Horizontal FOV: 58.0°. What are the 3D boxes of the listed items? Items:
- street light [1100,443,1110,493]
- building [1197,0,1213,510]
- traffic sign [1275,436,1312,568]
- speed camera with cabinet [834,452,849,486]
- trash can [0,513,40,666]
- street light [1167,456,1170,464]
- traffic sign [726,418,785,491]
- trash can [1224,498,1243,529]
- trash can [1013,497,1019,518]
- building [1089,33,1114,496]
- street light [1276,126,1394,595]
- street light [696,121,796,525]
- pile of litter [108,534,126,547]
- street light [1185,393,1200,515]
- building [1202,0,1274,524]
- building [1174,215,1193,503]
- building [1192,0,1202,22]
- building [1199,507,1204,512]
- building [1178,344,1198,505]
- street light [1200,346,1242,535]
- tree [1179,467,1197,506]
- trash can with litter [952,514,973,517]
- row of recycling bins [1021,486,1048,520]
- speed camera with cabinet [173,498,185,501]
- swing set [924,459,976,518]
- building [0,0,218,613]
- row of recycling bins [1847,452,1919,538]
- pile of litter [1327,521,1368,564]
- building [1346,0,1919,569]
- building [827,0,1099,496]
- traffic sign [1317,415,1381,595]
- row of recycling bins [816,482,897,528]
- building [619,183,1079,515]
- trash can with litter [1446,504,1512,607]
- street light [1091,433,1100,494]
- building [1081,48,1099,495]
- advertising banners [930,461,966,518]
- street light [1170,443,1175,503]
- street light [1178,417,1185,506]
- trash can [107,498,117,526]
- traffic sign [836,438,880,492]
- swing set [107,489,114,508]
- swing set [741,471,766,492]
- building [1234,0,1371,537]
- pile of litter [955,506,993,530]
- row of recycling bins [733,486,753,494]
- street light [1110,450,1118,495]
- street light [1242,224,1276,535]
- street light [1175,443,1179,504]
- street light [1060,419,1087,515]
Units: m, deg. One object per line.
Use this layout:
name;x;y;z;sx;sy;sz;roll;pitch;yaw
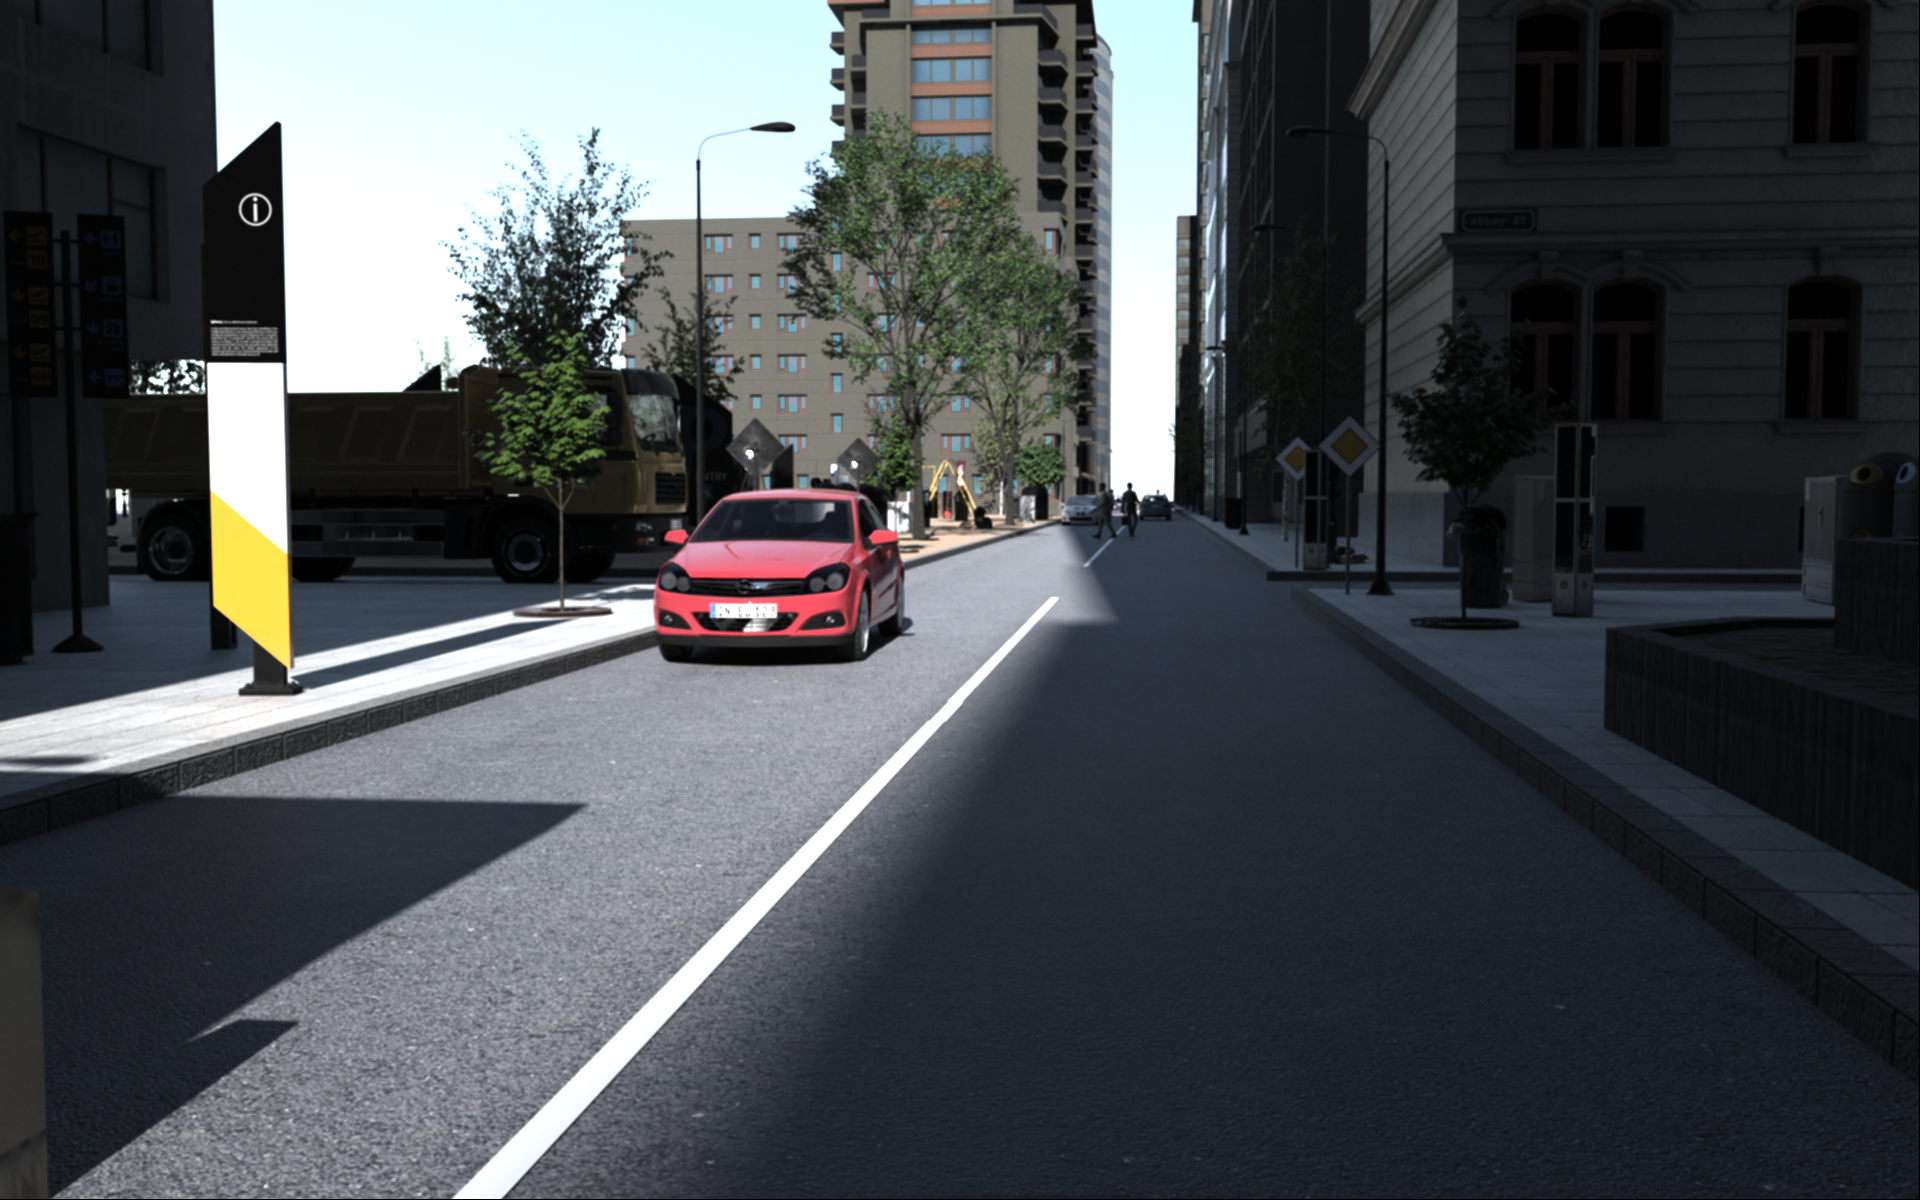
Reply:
street light;12.506;-11.237;156.273;1.470;5.913;1.316;0;4;6
building;26.991;-28.202;144.695;14.154;41.232;14.086;0;4;6
traffic sign;5.833;-1.610;29.968;0.795;2.450;0.064;0;4;6
speed camera with cabinet;-5.373;-5.319;81.298;0.660;3.252;2.038;-1;4;-19
trash can;-7.336;-0.085;13.046;0.748;1.137;0.748;0;3;0
street light;22.600;-12.732;180.710;1.470;5.913;1.316;0;4;6
traffic sign;-2.704;-1.179;22.911;0.795;2.450;0.064;0;4;6
trash can;10.051;-3.182;63.672;0.748;1.137;0.748;0;3;0
trash can;2.856;-4.917;92.049;0.748;1.137;0.748;0;3;0
building;8.227;-41.324;217.639;21.231;58.520;28.212;0;4;6
street light;4.828;-3.025;21.996;1.470;5.913;1.316;0;4;6
street light;-2.746;-3.013;21.811;1.470;5.913;1.316;0;4;6
pile of litter;-21.082;-1.737;42.361;1.176;0.858;1.719;1;4;20
street light;11.271;-6.575;80.038;1.470;5.913;1.316;0;4;6
building;18.491;-19.036;88.738;11.434;29.767;29.804;0;4;6
building;38.739;-34.943;254.916;14.154;41.232;14.086;0;4;6
building;36.558;-35.163;164.152;28.713;52.752;27.495;0;4;6
building;28.190;-42.078;126.222;20.563;71.187;20.611;0;4;6
building;40.935;-22.465;212.340;27.650;21.520;28.899;0;4;6
street light;8.410;-5.011;54.467;1.470;5.913;1.316;0;4;6
tree;25.903;-12.841;193.670;4.285;4.588;4.351;0;3;0
trash can with litter;0.010;-5.293;97.598;1.678;1.210;2.233;2;4;32
row of recycling bins;3.709;-4.891;87.088;1.069;1.692;3.534;0;4;-7
speed camera with cabinet;-29.863;-4.463;67.302;2.038;3.252;0.660;1;4;21
swing set;-0.523;-4.961;78.725;2.862;2.851;3.119;0;4;-5
building;-16.100;-20.345;16.239;14.086;41.232;14.154;0;4;6
row of recycling bins;9.118;-0.533;15.832;1.069;1.692;3.534;0;4;6
pile of litter;7.073;-1.126;32.369;1.176;0.858;1.719;2;4;32
building;20.204;-15.107;34.394;23.554;28.519;14.401;0;4;6
building;0.661;-30.332;150.547;22.147;44.769;28.867;0;4;6
traffic sign;4.939;-1.125;22.033;0.795;2.450;0.064;0;4;6
row of recycling bins;-3.785;-3.392;62.565;3.534;1.692;1.069;-3;5;-42
building;-6.080;-16.952;122.208;27.650;21.520;28.899;0;4;6
trash can with litter;5.971;-0.517;19.841;0.624;1.170;1.055;2;4;26
street light;9.703;-9.734;131.684;1.470;5.913;1.316;0;4;6
building;6.014;-31.906;171.777;14.600;45.320;14.200;0;4;6
advertising banners;-0.695;-5.852;91.875;2.074;3.025;0.090;1;4;12
street light;19.933;-11.227;156.106;1.470;5.913;1.316;0;4;6
street light;14.308;-8.168;106.085;1.470;5.913;1.316;0;4;6
trash can;-34.661;-3.595;70.435;0.748;1.137;0.748;0;3;0
traffic sign;-1.811;-1.664;30.846;0.795;2.450;0.064;0;4;6
swing set;-26.756;-3.686;57.893;2.862;2.851;3.119;1;4;14
swing set;-13.940;-6.615;105.783;3.119;2.851;2.862;-2;4;-31
building;17.588;-16.414;61.871;14.314;27.812;24.014;0;4;6
pile of litter;0.493;-3.016;63.284;1.719;0.858;1.176;-2;4;-33
row of recycling bins;-11.785;-4.844;86.311;3.534;1.692;1.069;0;4;0
street light;16.214;-13.263;189.392;1.470;5.913;1.316;0;4;6
street light;5.709;-3.506;29.866;1.470;5.913;1.316;0;4;6
street light;17.180;-9.688;130.944;1.470;5.913;1.316;0;4;6
street light;6.908;-8.207;106.725;1.470;5.913;1.316;0;4;6
